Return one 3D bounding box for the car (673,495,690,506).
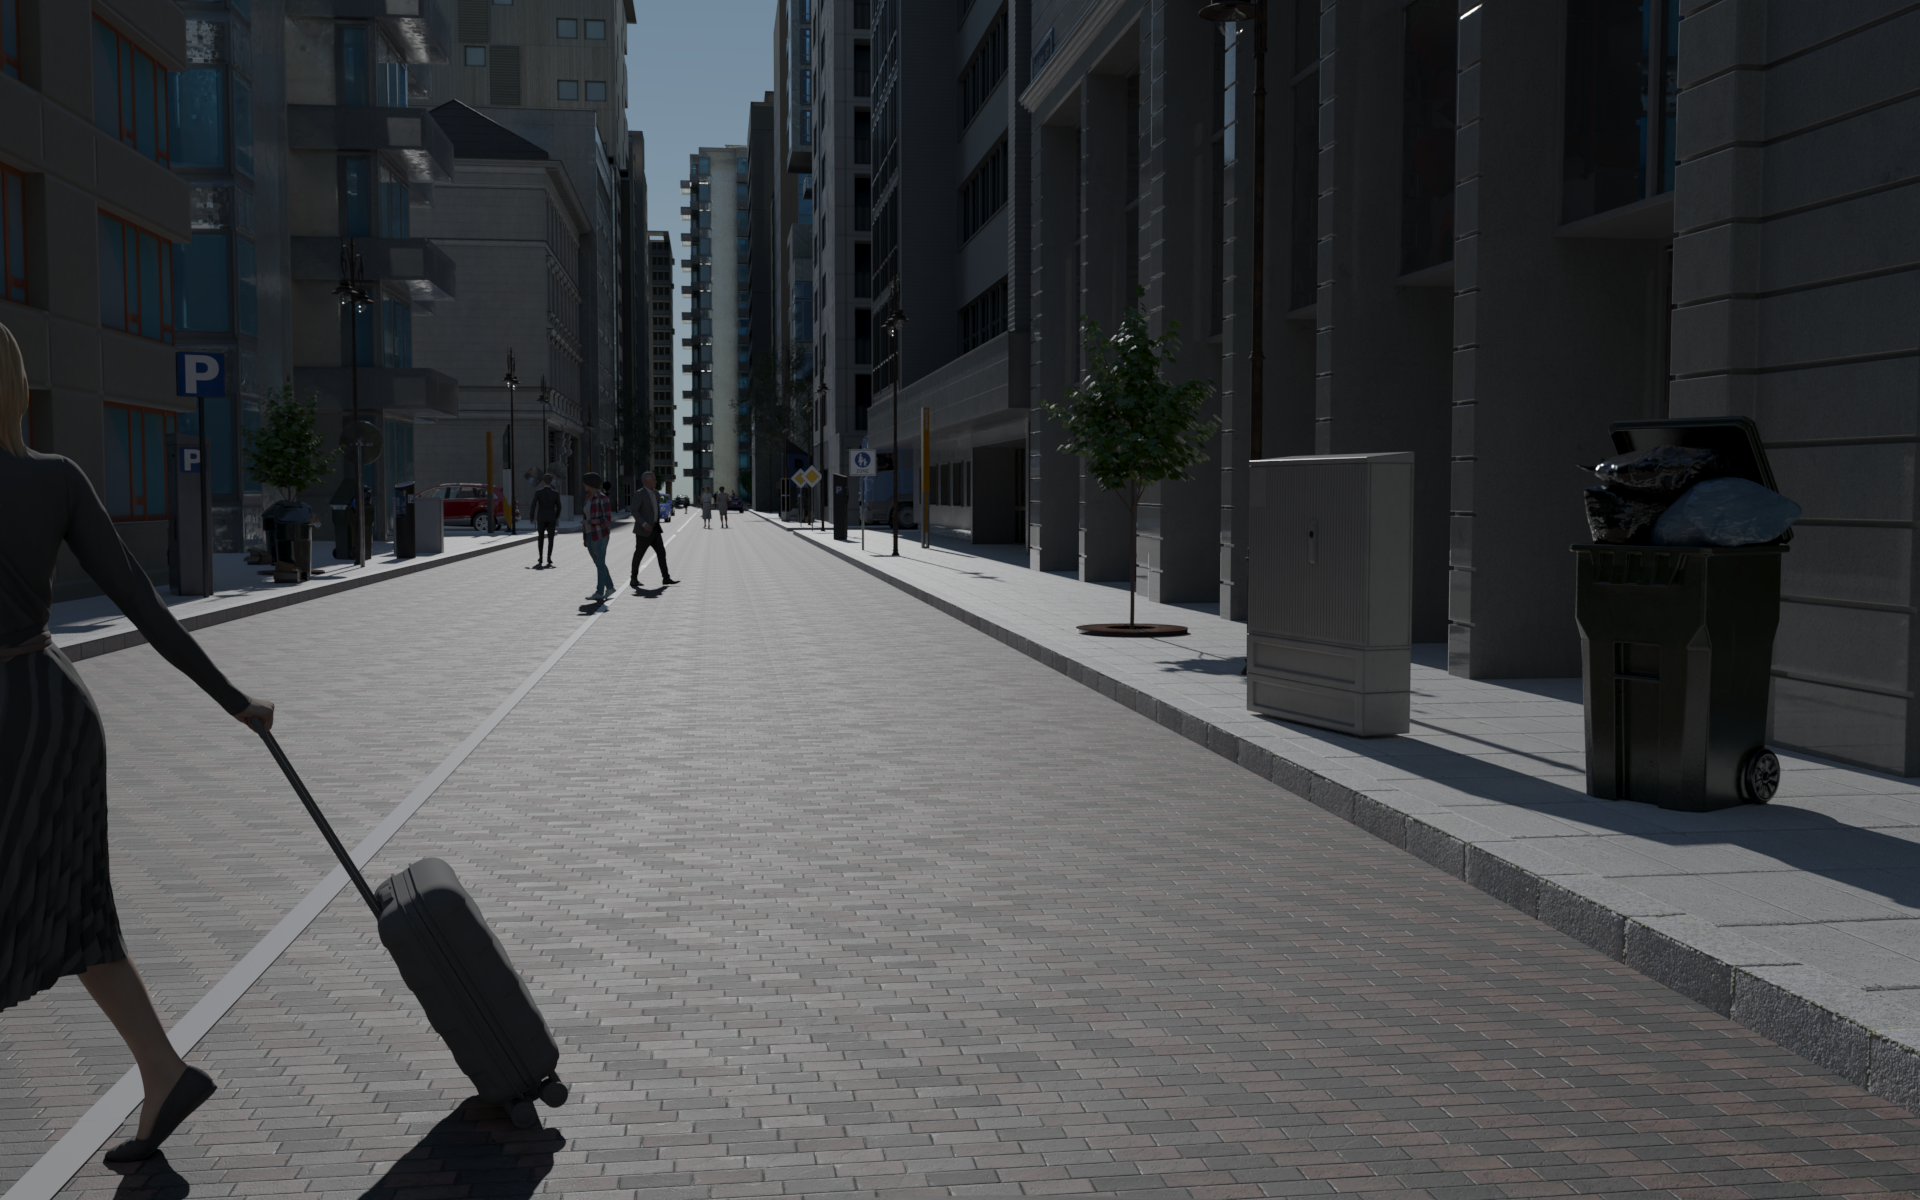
[{"bbox_3d":[-32.380,-11.574,201.813,1.945,1.354,3.894,0,4,-7],"label":"car"}]

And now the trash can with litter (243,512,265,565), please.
[{"bbox_3d":[-12.576,-1.243,31.708,0.624,1.170,1.055,1,4,17],"label":"trash can with litter"}]

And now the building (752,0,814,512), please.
[{"bbox_3d":[-3.106,-49.364,119.776,22.319,86.520,31.000,0,4,-8],"label":"building"}]

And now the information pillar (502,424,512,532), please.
[{"bbox_3d":[-15.204,-4.085,58.144,0.183,3.616,0.504,-3,4,-37],"label":"information pillar"}]

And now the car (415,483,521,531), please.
[{"bbox_3d":[-18.589,-3.293,62.515,5.304,1.827,2.281,0,4,-7],"label":"car"}]

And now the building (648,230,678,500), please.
[{"bbox_3d":[-51.254,-33.394,237.877,23.993,40.220,32.217,0,4,-8],"label":"building"}]

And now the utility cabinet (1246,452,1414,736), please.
[{"bbox_3d":[2.012,-0.055,9.571,0.318,1.500,1.173,-1,4,-21],"label":"utility cabinet"}]

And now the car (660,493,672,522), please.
[{"bbox_3d":[-15.664,-4.819,88.386,1.945,1.707,3.694,0,4,-7],"label":"car"}]

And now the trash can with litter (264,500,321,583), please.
[{"bbox_3d":[-9.728,-0.853,25.339,0.624,1.170,1.055,-1,4,-14],"label":"trash can with litter"}]

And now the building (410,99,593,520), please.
[{"bbox_3d":[-25.027,-14.405,86.434,10.553,20.767,40.483,0,4,-8],"label":"building"}]

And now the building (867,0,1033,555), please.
[{"bbox_3d":[5.913,-13.802,44.735,14.314,24.678,30.058,0,4,-8],"label":"building"}]

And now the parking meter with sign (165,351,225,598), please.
[{"bbox_3d":[-9.798,-1.578,22.055,0.543,3.016,1.738,-2,4,-34],"label":"parking meter with sign"}]

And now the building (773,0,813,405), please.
[{"bbox_3d":[-9.227,-30.788,153.498,14.600,45.320,14.200,0,4,-8],"label":"building"}]

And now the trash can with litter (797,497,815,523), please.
[{"bbox_3d":[-6.833,-4.035,77.362,0.624,1.170,1.055,-3,4,-38],"label":"trash can with litter"}]

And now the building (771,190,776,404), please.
[{"bbox_3d":[-11.287,-24.234,167.929,14.160,30.474,14.107,0,4,-8],"label":"building"}]

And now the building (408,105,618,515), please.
[{"bbox_3d":[-29.729,-18.231,116.099,12.078,24.808,19.932,0,4,-8],"label":"building"}]

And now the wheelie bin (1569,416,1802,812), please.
[{"bbox_3d":[3.007,0.042,7.220,0.693,1.594,0.980,-3,4,-36],"label":"wheelie bin"}]

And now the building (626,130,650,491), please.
[{"bbox_3d":[-41.521,-30.882,188.507,14.154,41.232,14.086,0,4,-8],"label":"building"}]

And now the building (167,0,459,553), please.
[{"bbox_3d":[-29.509,-25.958,44.026,30.456,49.044,23.786,0,4,-8],"label":"building"}]

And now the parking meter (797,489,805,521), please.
[{"bbox_3d":[-7.497,-4.487,81.776,0.372,1.533,0.369,0,3,0],"label":"parking meter"}]

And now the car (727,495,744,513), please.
[{"bbox_3d":[-17.158,-7.191,130.148,1.945,1.354,3.894,-1,4,-9],"label":"car"}]

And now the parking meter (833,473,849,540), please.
[{"bbox_3d":[-3.343,-2.624,48.617,0.399,1.863,0.255,1,4,15],"label":"parking meter"}]

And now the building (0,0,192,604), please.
[{"bbox_3d":[-23.092,-10.040,9.193,27.650,21.520,28.899,0,4,-8],"label":"building"}]

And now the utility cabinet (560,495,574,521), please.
[{"bbox_3d":[-18.604,-4.333,82.005,0.306,1.237,1.020,-2,4,-34],"label":"utility cabinet"}]

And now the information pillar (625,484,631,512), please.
[{"bbox_3d":[-23.549,-7.231,122.716,0.304,2.012,0.304,3,5,44],"label":"information pillar"}]

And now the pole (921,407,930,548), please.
[{"bbox_3d":[-0.818,-2.875,40.845,0.158,3.312,0.155,0,3,0],"label":"pole"}]

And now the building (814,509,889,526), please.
[{"bbox_3d":[3.961,-39.166,78.611,20.611,71.187,20.563,0,4,-8],"label":"building"}]

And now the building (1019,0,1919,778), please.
[{"bbox_3d":[8.584,-14.513,14.785,11.434,29.767,29.804,0,4,-8],"label":"building"}]

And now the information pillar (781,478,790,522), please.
[{"bbox_3d":[-8.142,-4.668,80.816,0.304,2.012,0.304,2,4,34],"label":"information pillar"}]

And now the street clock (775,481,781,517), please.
[{"bbox_3d":[-10.022,-5.624,96.517,0.471,2.002,0.358,0,4,8],"label":"street clock"}]

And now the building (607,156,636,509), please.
[{"bbox_3d":[-35.072,-22.940,146.763,14.160,30.474,14.107,0,4,-8],"label":"building"}]

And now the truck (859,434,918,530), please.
[{"bbox_3d":[4.876,-4.671,66.131,18.799,4.110,2.967,-1,4,-9],"label":"truck"}]

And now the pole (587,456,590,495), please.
[{"bbox_3d":[-20.090,-6.116,93.848,0.158,3.312,0.155,0,3,0],"label":"pole"}]

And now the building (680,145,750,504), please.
[{"bbox_3d":[-22.776,-37.828,238.097,30.456,49.044,23.786,0,4,-8],"label":"building"}]

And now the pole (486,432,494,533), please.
[{"bbox_3d":[-15.361,-3.839,56.613,0.158,3.312,0.155,0,3,0],"label":"pole"}]

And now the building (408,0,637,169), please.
[{"bbox_3d":[-45.916,-35.311,166.578,28.713,52.752,27.495,0,4,-8],"label":"building"}]

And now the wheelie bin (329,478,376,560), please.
[{"bbox_3d":[-11.943,-1.601,34.078,0.980,1.594,0.693,3,4,38],"label":"wheelie bin"}]

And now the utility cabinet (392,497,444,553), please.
[{"bbox_3d":[-11.784,-1.623,37.690,1.020,1.237,0.306,0,4,-5],"label":"utility cabinet"}]

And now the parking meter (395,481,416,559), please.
[{"bbox_3d":[-11.060,-1.598,34.543,0.372,1.533,0.369,0,3,0],"label":"parking meter"}]

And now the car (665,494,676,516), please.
[{"bbox_3d":[-19.830,-6.287,114.588,2.131,1.459,4.920,0,4,-7],"label":"car"}]

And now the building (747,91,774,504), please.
[{"bbox_3d":[-14.284,-35.634,206.322,21.300,48.544,21.600,0,4,-8],"label":"building"}]
